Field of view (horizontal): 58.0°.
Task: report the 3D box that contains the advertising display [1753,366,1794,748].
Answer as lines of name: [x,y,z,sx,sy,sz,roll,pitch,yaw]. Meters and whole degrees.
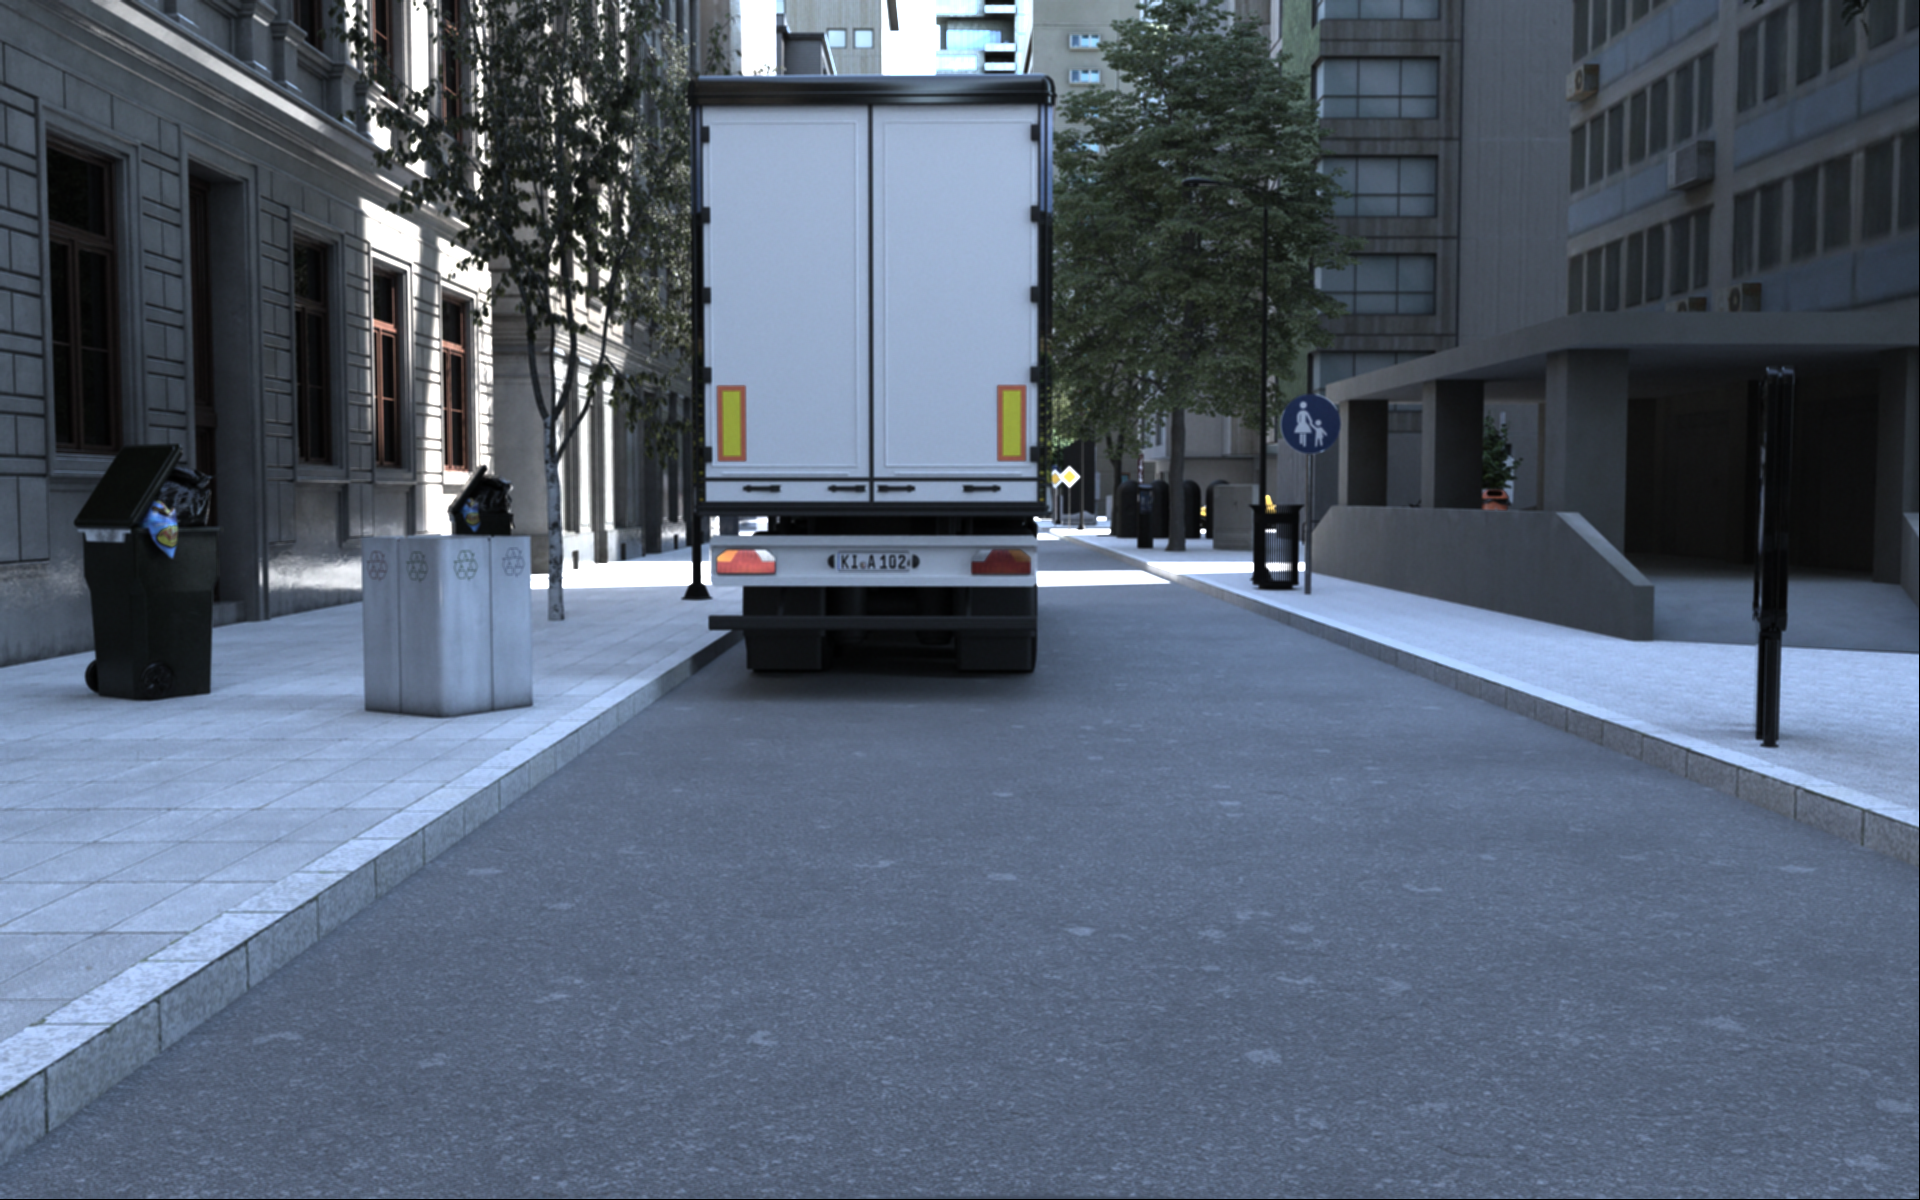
advertising display: [4.275,-0.240,9.133,0.123,1.923,0.974,1,4,22]

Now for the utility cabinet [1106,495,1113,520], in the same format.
utility cabinet: [7.413,-4.505,84.813,0.306,1.237,1.020,1,4,20]

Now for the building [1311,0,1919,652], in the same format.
building: [21.923,-20.125,20.932,32.217,40.220,23.993,0,4,0]

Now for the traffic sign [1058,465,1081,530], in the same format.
traffic sign: [3.846,-3.504,60.938,0.795,2.450,0.064,0,4,0]

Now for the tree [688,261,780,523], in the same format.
tree: [-3.779,-5.257,36.309,4.737,8.622,4.395,0,3,0]

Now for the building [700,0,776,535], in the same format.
building: [-15.695,-16.271,51.934,20.117,28.700,13.634,0,4,0]

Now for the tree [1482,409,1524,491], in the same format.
tree: [11.991,-2.715,38.994,1.663,3.219,1.824,0,3,0]

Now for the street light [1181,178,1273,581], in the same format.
street light: [3.951,-3.246,25.611,1.470,5.913,1.316,0,4,0]

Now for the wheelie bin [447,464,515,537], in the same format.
wheelie bin: [-5.166,-0.662,18.726,0.693,1.594,0.980,-1,4,-21]

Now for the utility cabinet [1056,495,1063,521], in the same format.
utility cabinet: [4.571,-4.135,78.772,0.306,1.237,1.020,-1,4,-9]

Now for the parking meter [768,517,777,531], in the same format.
parking meter: [-4.656,-2.153,43.608,0.372,1.533,0.369,0,3,0]

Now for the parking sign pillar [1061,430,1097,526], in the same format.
parking sign pillar: [4.867,-5.036,70.810,1.447,3.967,1.447,0,4,5]

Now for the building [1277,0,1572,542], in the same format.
building: [16.256,-22.479,51.127,14.154,41.232,14.086,0,4,0]

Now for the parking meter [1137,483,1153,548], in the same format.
parking meter: [4.398,-1.999,41.087,0.372,1.533,0.369,0,3,0]

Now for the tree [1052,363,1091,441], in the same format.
tree: [5.224,-8.806,94.345,4.737,8.622,4.395,0,3,0]

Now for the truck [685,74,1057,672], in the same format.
truck: [-0.449,-1.731,17.216,2.839,4.237,11.283,0,4,2]

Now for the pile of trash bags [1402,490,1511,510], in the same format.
pile of trash bags: [9.586,-1.596,35.852,3.447,1.369,1.912,1,4,17]

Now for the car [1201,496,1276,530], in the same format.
car: [10.250,-3.409,65.964,3.980,1.641,2.015,0,4,0]

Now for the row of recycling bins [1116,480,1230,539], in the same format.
row of recycling bins: [6.223,-2.642,50.314,3.534,1.692,1.069,2,4,24]

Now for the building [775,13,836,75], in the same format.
building: [-12.797,-16.285,85.323,14.314,24.678,30.058,0,4,0]

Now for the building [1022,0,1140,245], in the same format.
building: [16.856,-32.925,162.031,21.300,48.544,21.600,0,4,0]

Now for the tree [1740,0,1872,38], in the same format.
tree: [4.805,-4.302,4.745,8.767,10.594,7.601,0,4,5]

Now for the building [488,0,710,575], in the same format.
building: [-11.170,-11.417,35.814,9.793,20.994,18.267,0,4,0]

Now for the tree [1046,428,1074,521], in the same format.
tree: [4.711,-6.155,84.356,4.285,4.588,4.351,0,3,0]

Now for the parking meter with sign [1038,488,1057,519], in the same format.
parking meter with sign: [4.754,-5.662,88.829,1.738,3.016,0.543,3,5,42]

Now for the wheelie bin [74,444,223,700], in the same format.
wheelie bin: [-5.173,-0.194,11.079,0.980,1.594,0.693,2,4,34]

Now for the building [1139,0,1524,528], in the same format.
building: [15.658,-24.079,77.291,14.086,41.232,14.154,0,4,0]

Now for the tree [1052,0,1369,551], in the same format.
tree: [5.295,-7.368,38.598,7.486,12.596,7.792,0,3,0]

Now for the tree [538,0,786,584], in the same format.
tree: [-3.951,-4.711,27.391,4.360,8.622,3.978,0,3,0]

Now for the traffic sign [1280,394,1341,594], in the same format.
traffic sign: [4.456,-1.346,22.111,0.768,2.556,0.104,0,4,2]

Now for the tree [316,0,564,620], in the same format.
tree: [-4.081,-4.086,17.162,4.360,8.622,3.978,0,3,0]

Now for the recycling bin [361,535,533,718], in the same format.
recycling bin: [-3.061,0.134,10.358,0.722,1.027,0.722,2,4,32]

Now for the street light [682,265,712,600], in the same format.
street light: [-2.669,-2.962,20.965,1.470,5.913,1.316,0,4,0]

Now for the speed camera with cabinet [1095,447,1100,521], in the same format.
speed camera with cabinet: [5.215,-4.806,72.909,0.660,3.252,2.038,-1,4,-20]

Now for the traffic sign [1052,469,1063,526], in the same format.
traffic sign: [3.782,-3.993,68.923,0.795,2.450,0.064,0,4,0]

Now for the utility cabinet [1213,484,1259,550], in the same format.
utility cabinet: [6.317,-1.892,39.608,0.318,1.500,1.173,-3,4,-39]

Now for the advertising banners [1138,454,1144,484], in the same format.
advertising banners: [8.122,-4.786,74.440,0.090,3.025,2.074,-1,4,-22]

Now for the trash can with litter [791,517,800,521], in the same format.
trash can with litter: [-4.624,-2.083,45.443,1.055,1.170,0.624,-1,4,-13]

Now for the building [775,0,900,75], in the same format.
building: [-20.552,-35.600,171.296,28.713,52.752,27.495,0,4,0]

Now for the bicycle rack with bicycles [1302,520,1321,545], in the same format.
bicycle rack with bicycles: [9.833,-1.804,42.884,2.925,0.926,2.852,0,4,-6]

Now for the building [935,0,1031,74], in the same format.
building: [8.269,-56.638,238.700,31.000,86.520,22.319,0,4,0]

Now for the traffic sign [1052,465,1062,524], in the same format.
traffic sign: [4.059,-4.606,75.409,0.768,2.556,0.104,1,4,9]

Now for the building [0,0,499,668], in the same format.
building: [-12.061,-11.000,16.006,11.583,22.565,21.152,0,4,0]

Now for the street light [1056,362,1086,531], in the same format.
street light: [3.744,-5.403,60.887,1.470,5.913,1.316,0,4,0]

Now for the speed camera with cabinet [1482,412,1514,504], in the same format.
speed camera with cabinet: [12.649,-2.942,42.437,0.660,3.252,2.038,-2,4,-23]

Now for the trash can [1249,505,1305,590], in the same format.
trash can: [4.267,-0.718,23.385,0.748,1.137,0.748,0,3,0]

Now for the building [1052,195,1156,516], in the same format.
building: [20.461,-16.493,114.706,27.650,21.520,28.899,0,4,0]

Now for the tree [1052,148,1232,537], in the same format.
tree: [4.686,-7.750,52.461,9.928,11.665,9.643,0,3,0]
